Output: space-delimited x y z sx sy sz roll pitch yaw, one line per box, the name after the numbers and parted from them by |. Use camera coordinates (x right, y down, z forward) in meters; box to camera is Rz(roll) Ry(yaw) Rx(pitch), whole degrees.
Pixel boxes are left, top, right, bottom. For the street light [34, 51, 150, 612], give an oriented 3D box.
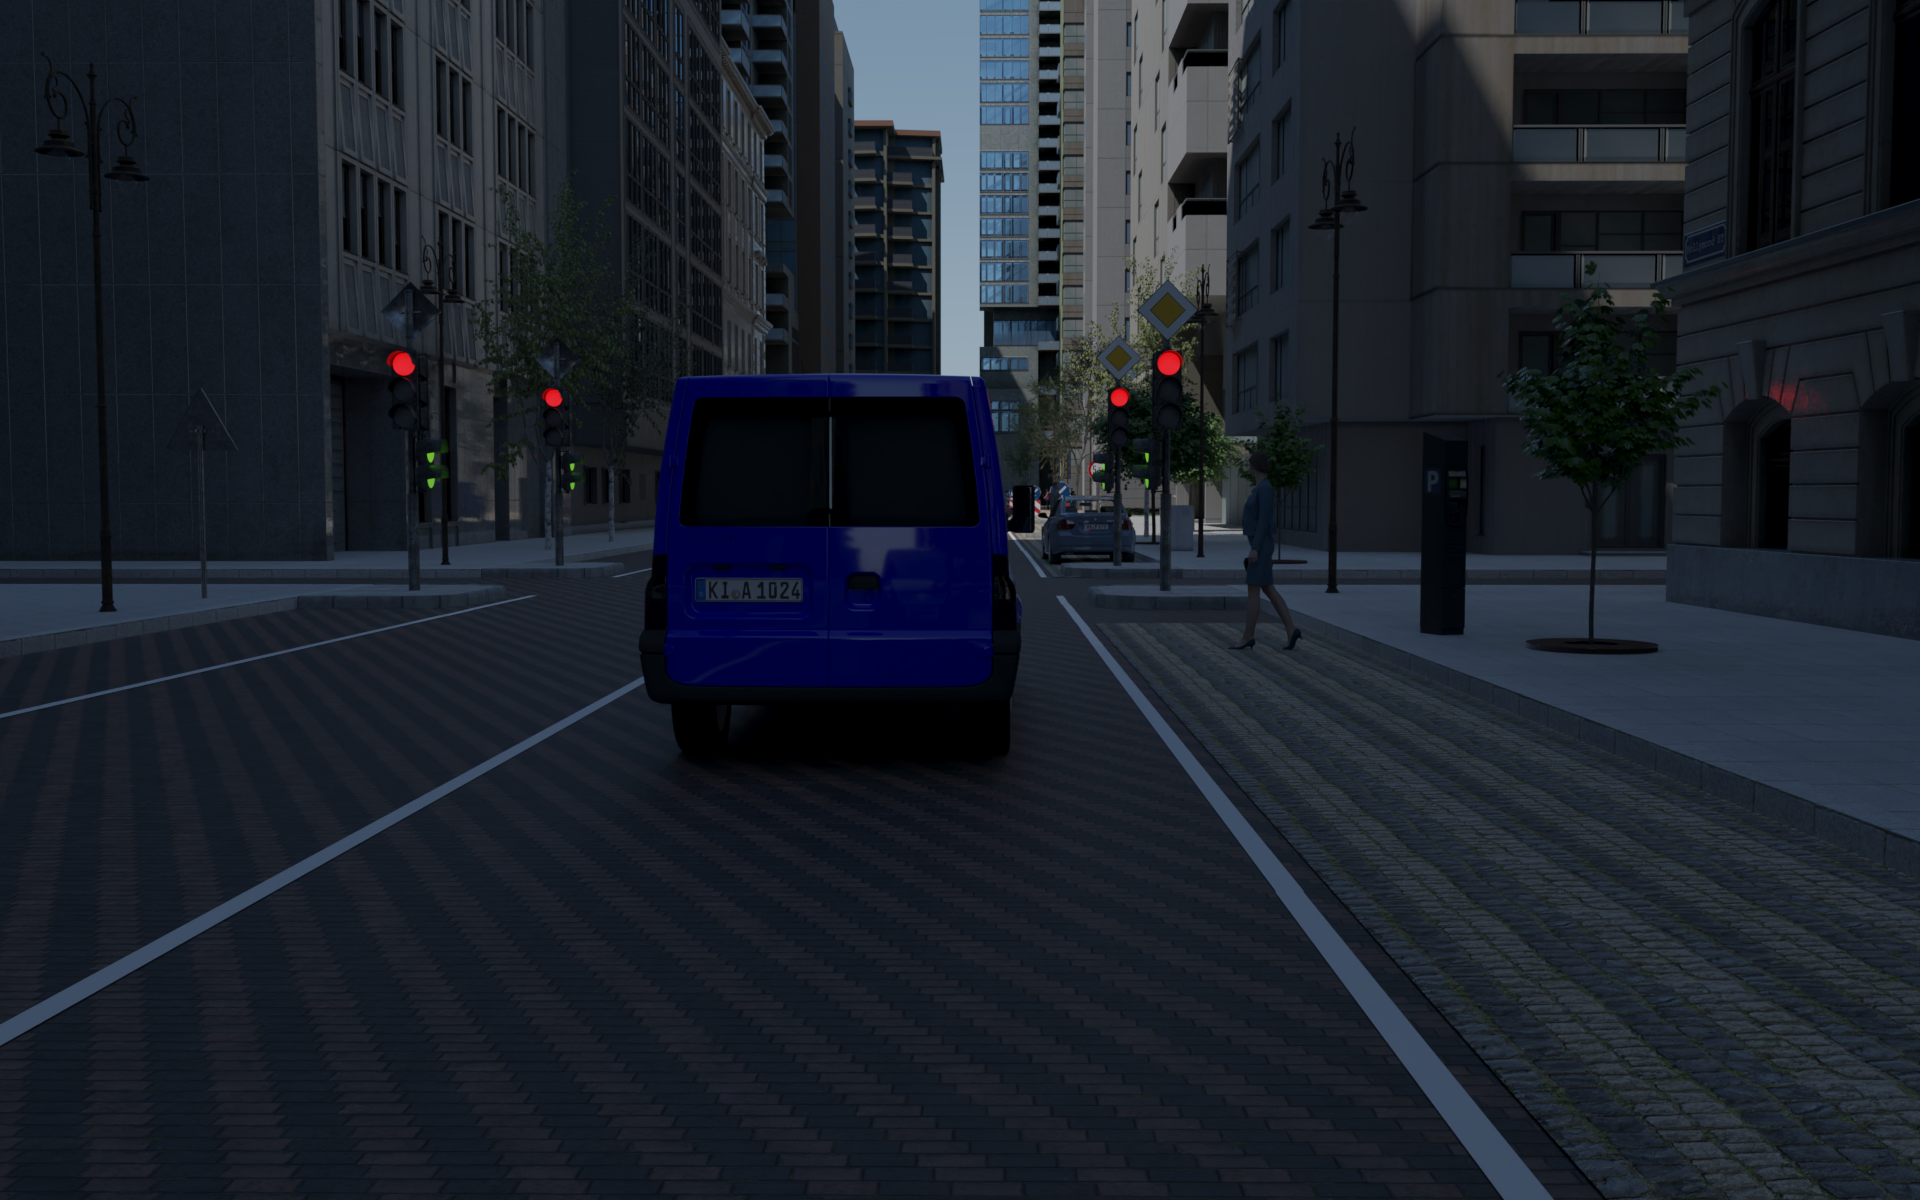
-9.302 -2.810 18.728 0.468 5.910 1.993 0 4 1 | street light

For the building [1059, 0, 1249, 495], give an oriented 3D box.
15.125 -28.042 142.079 14.154 41.232 14.086 0 4 1 | building

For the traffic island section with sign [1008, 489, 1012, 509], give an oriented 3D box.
3.431 -4.579 83.502 1.989 1.847 2.006 0 4 1 | traffic island section with sign

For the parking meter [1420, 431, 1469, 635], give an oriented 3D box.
4.427 -0.619 15.831 0.255 1.863 0.399 -1 4 -22 | parking meter

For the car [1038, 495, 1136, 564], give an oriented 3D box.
2.664 -1.493 36.415 2.014 1.417 4.499 0 4 0 | car

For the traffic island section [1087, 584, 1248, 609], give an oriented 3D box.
2.746 -0.043 22.986 2.009 0.180 2.903 0 4 1 | traffic island section

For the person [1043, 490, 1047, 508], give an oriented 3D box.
7.651 -8.954 153.916 0.593 1.643 0.415 -1 4 -17 | person

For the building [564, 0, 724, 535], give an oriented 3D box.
-17.361 -16.553 64.154 14.314 27.812 24.014 0 4 1 | building

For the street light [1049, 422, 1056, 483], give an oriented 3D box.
5.714 -8.125 105.625 0.468 5.910 1.993 0 4 1 | street light

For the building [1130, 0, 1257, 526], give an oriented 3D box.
21.858 -29.629 73.674 28.713 52.752 27.495 0 4 1 | building

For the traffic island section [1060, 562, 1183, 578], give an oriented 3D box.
2.836 -0.531 30.971 2.009 0.180 2.903 0 4 1 | traffic island section

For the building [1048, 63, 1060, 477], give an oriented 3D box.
20.608 -33.297 164.019 23.786 49.044 30.456 0 4 1 | building

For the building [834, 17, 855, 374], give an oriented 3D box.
-21.556 -33.385 169.547 21.600 48.544 21.300 0 4 1 | building

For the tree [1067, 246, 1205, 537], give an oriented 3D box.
5.487 -6.202 51.762 4.737 8.622 4.395 0 3 0 | tree

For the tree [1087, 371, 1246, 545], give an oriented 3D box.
4.972 -3.720 44.539 4.285 4.588 4.351 0 3 0 | tree

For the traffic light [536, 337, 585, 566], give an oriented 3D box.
-7.165 -2.571 30.953 0.839 4.253 0.868 0 4 1 | traffic light

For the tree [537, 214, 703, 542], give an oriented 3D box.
-9.192 -5.890 46.657 4.360 8.622 3.978 0 3 0 | tree

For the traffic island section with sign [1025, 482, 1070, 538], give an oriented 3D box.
3.131 -2.931 56.548 1.989 1.847 2.006 0 4 1 | traffic island section with sign

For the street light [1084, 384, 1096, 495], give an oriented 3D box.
5.286 -5.952 70.096 0.468 5.910 1.993 0 4 1 | street light

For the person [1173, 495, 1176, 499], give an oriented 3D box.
11.727 -5.337 93.501 0.583 1.804 0.606 0 4 -3 | person

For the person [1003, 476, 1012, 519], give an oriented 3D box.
0.319 -0.755 21.198 0.716 1.782 0.532 -2 4 -28 | person

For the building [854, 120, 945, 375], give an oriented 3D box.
-16.374 -33.508 202.482 28.867 44.769 22.147 0 4 1 | building

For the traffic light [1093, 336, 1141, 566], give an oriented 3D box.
2.796 -2.565 30.857 0.839 4.253 0.868 0 4 1 | traffic light

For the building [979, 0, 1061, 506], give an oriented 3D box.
13.925 -54.332 200.993 31.000 86.520 22.319 0 4 1 | building

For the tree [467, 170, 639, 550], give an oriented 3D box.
-9.536 -5.484 40.026 4.737 8.622 4.395 0 3 0 | tree

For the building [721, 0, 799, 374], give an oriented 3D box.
-22.109 -49.374 119.943 22.319 86.520 31.000 0 4 1 | building

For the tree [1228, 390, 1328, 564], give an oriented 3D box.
5.943 -2.301 32.222 1.663 3.219 1.824 0 3 0 | tree

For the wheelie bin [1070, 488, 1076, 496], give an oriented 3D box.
5.364 -4.757 85.680 0.693 1.594 0.980 -2 4 -33 | wheelie bin

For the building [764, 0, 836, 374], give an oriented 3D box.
-17.833 -30.190 143.712 14.600 45.320 14.200 0 4 1 | building

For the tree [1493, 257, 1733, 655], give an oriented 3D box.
5.182 -1.209 14.376 1.663 3.219 1.824 0 3 0 | tree

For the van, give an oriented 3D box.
-0.602 -0.419 11.237 2.240 2.365 5.245 0 4 1 | van

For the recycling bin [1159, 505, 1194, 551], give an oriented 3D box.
4.907 -1.635 39.282 0.722 1.027 0.722 0 4 3 | recycling bin

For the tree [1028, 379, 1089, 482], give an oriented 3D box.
6.182 -9.732 109.481 4.360 8.622 3.978 0 3 0 | tree

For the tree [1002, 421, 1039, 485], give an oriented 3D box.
6.161 -13.355 168.715 4.737 8.622 4.395 0 3 0 | tree

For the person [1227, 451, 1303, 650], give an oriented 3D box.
2.783 -0.444 15.785 0.654 1.822 0.581 2 4 27 | person

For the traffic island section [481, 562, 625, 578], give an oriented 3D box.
-7.205 -0.539 31.088 2.009 0.180 2.903 0 4 1 | traffic island section

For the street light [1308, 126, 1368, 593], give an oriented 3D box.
4.832 -3.029 22.305 0.468 5.910 1.993 0 4 1 | street light

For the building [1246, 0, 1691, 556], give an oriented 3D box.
14.178 -21.816 40.291 14.086 41.232 14.154 0 4 1 | building

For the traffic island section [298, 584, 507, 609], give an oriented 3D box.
-7.295 -0.050 23.103 2.009 0.180 2.903 0 4 1 | traffic island section

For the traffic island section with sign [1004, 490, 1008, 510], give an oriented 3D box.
4.298 -9.242 159.737 1.989 1.847 2.006 0 4 1 | traffic island section with sign

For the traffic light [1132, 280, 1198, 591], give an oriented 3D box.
2.706 -2.077 22.873 0.839 4.253 0.868 0 4 1 | traffic light

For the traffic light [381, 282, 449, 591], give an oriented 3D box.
-7.255 -2.082 22.968 0.839 4.253 0.868 0 4 1 | traffic light

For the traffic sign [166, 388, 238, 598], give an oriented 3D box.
-9.300 -1.299 21.245 0.884 2.594 0.081 0 4 1 | traffic sign

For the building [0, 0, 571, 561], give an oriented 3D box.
-17.989 -13.718 42.318 12.078 24.808 19.932 0 4 1 | building

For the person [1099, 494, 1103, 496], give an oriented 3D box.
6.040 -3.962 75.072 0.590 1.304 0.306 -1 4 -16 | person

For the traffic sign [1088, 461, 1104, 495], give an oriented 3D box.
5.107 -3.905 63.956 0.768 2.556 0.104 1 4 8 | traffic sign

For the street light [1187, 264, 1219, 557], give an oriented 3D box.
4.882 -3.803 34.964 0.468 5.910 1.993 0 4 1 | street light

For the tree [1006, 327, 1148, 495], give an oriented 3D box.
6.631 -9.984 97.657 8.767 10.594 7.601 -1 4 -23 | tree

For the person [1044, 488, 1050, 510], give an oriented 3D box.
6.786 -7.871 135.416 0.721 1.739 1.217 1 4 18 | person

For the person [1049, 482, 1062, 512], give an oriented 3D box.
2.949 -2.706 52.842 0.767 1.812 0.694 1 4 20 | person

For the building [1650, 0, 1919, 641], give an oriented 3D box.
13.401 -11.249 2.998 14.460 24.649 34.723 0 4 1 | building

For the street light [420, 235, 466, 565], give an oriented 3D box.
-9.327 -3.574 31.221 0.468 5.910 1.993 0 4 1 | street light

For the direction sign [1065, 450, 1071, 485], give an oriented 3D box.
5.594 -5.994 90.000 0.379 3.537 0.876 -1 4 -16 | direction sign

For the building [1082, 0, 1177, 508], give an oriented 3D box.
19.136 -35.376 120.396 21.231 58.520 28.212 0 4 1 | building

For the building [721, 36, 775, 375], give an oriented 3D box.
-17.146 -17.866 89.371 12.463 27.353 25.104 0 4 1 | building
